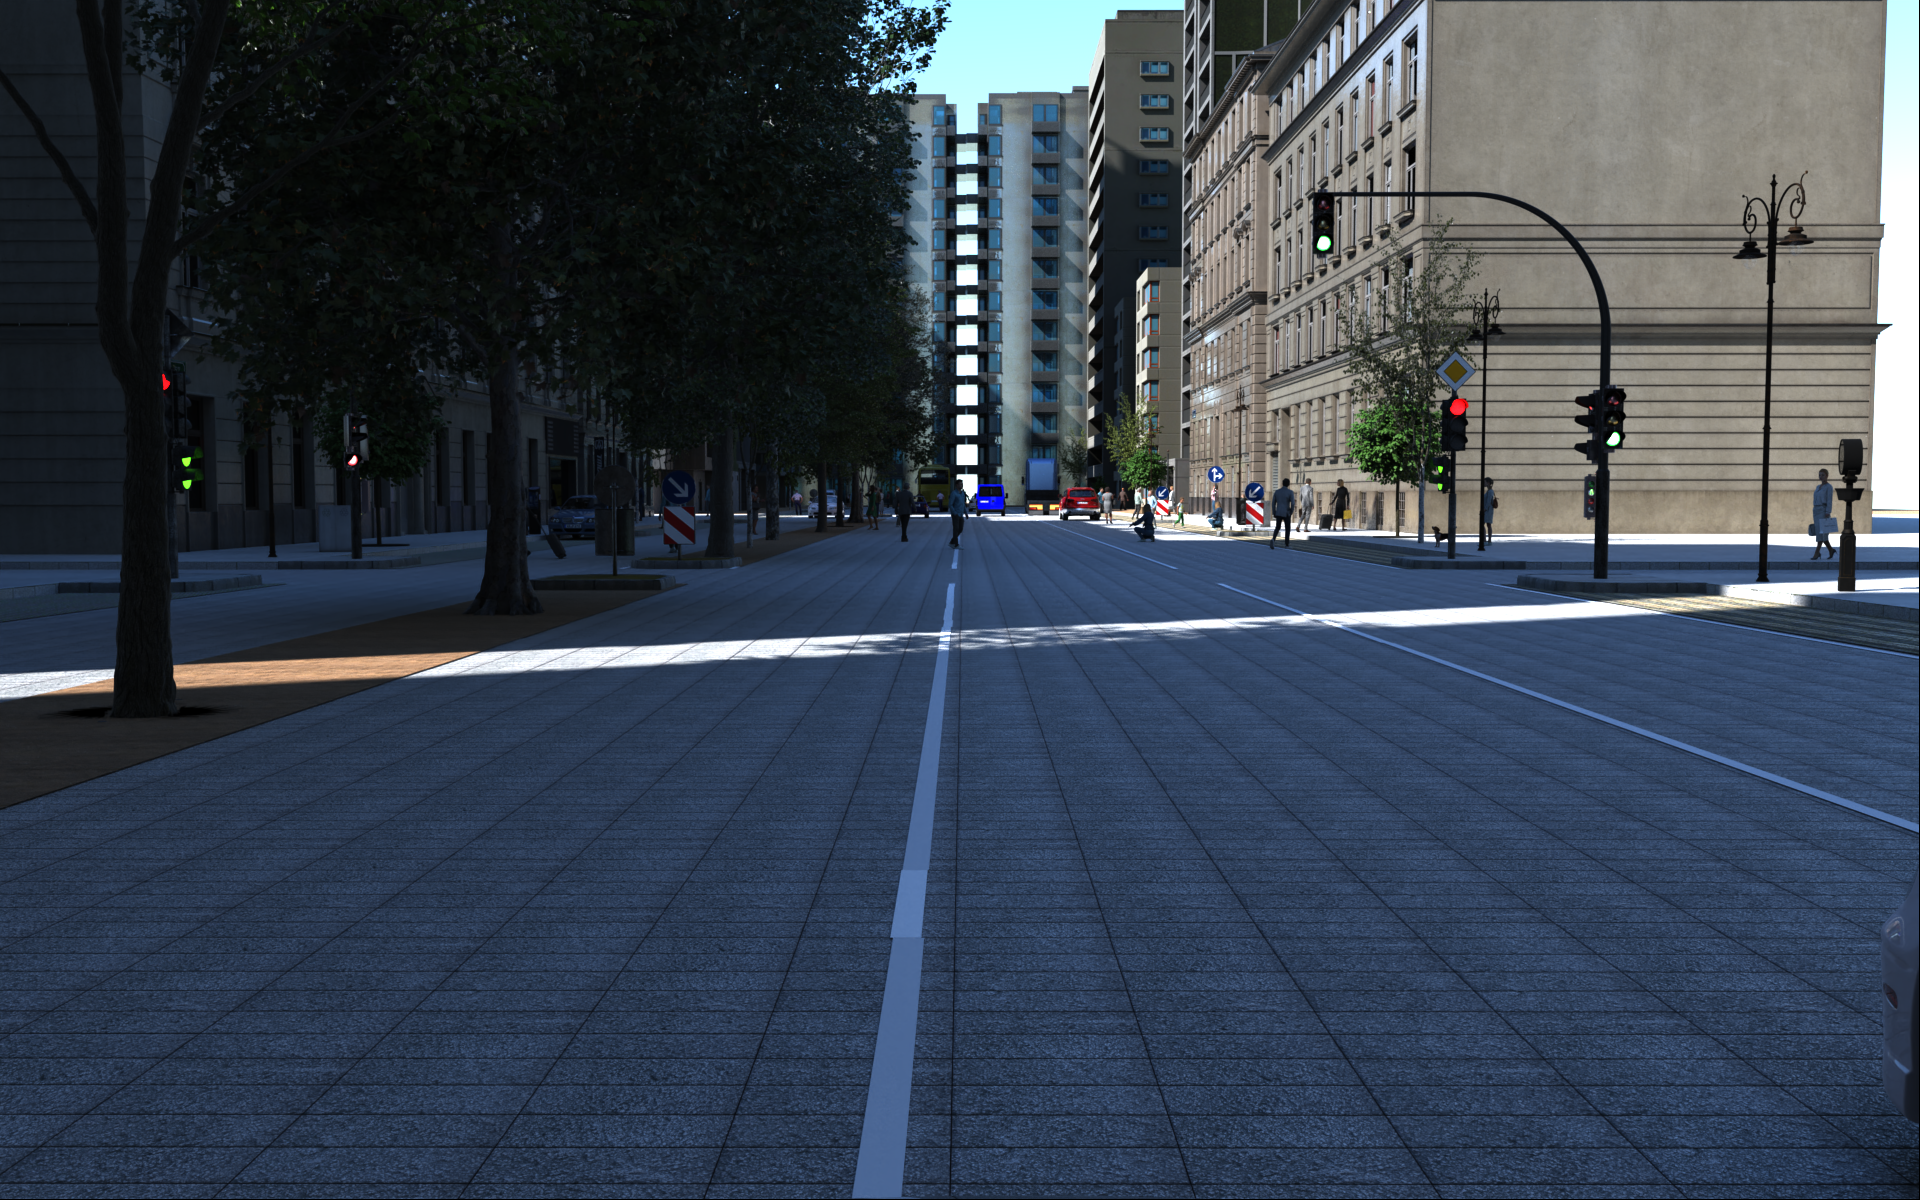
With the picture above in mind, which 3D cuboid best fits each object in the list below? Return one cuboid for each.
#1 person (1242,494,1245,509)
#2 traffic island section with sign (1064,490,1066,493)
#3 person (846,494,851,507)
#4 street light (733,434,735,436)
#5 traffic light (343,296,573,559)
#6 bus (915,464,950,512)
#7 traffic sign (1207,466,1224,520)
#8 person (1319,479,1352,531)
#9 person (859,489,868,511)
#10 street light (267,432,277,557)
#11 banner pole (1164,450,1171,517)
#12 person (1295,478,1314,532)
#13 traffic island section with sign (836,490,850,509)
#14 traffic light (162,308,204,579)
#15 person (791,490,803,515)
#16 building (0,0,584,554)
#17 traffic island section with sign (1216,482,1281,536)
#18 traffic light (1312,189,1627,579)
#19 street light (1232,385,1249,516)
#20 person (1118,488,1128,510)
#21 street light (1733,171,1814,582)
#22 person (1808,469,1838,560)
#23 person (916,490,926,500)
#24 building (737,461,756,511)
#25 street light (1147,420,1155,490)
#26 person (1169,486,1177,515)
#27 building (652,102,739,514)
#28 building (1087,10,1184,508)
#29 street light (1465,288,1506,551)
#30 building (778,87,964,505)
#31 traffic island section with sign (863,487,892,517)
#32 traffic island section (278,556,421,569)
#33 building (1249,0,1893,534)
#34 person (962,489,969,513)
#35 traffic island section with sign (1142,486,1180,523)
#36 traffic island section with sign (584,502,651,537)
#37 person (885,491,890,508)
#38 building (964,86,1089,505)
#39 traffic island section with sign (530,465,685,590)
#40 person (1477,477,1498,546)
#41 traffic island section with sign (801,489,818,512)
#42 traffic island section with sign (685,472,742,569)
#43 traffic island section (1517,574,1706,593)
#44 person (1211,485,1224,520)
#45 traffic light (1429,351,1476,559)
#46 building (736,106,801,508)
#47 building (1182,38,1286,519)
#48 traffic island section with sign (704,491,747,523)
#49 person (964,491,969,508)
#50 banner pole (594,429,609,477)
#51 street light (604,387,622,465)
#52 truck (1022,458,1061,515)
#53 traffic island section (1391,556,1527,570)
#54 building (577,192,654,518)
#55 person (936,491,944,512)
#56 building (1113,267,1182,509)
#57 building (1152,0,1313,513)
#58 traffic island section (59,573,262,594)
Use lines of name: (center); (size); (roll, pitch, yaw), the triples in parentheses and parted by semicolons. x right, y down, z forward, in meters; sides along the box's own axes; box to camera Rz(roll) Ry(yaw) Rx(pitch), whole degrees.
person: (13.197, -4.327, 81.065); (0.394, 1.301, 0.425); (2, 4, 32)
traffic island section with sign: (10.010, -9.487, 163.732); (1.989, 1.847, 2.006); (0, 3, 0)
person: (-11.803, -10.536, 183.950); (0.799, 1.438, 0.628); (2, 4, 31)
street light: (-13.828, -8.041, 104.262); (0.468, 5.910, 1.993); (0, 3, 0)
traffic light: (-9.850, -3.645, 34.257); (4.771, 5.953, 1.251); (0, 3, 0)
bus: (-2.226, -9.299, 143.584); (2.896, 3.916, 12.252); (0, 4, -2)
traffic sign: (11.642, -4.816, 78.852); (0.768, 2.556, 0.104); (0, 4, 5)
person: (13.253, -3.349, 61.019); (0.699, 1.804, 1.509); (-1, 4, -10)
person: (-8.026, -7.967, 138.690); (1.348, 1.831, 0.705); (1, 4, 10)
street light: (-13.985, -3.809, 35.059); (0.468, 5.910, 1.993); (0, 3, 0)
banner pole: (11.791, -6.615, 98.172); (0.401, 3.779, 0.863); (1, 4, 8)
person: (11.619, -3.173, 58.038); (0.853, 1.813, 0.709); (-3, 5, -43)
traffic island section with sign: (-11.401, -9.447, 163.081); (1.989, 1.847, 2.006); (0, 3, 0)
traffic light: (-11.957, -2.283, 26.240); (0.839, 4.253, 0.868); (0, 3, 0)
person: (-10.907, -6.527, 116.148); (0.756, 1.711, 0.436); (0, 4, 8)
building: (-24.937, -17.179, 57.293); (17.030, 29.872, 44.131); (0, 3, 0)
traffic island section with sign: (9.822, -3.091, 59.159); (1.989, 1.847, 2.006); (0, 3, 0)
traffic light: (7.612, -3.144, 26.078); (4.771, 5.953, 1.251); (0, 3, 0)
street light: (11.861, -6.152, 73.378); (0.468, 5.910, 1.993); (0, 3, 0)
person: (12.976, -8.020, 137.719); (0.990, 1.755, 0.434); (3, 4, 39)
street light: (11.760, -3.205, 25.197); (0.468, 5.910, 1.993); (0, 3, 0)
person: (16.942, -1.683, 33.913); (0.624, 1.780, 0.694); (0, 4, 4)
person: (-3.232, -7.788, 136.543); (1.217, 1.735, 0.721); (1, 4, 23)
building: (-26.657, -42.499, 133.116); (20.563, 71.187, 20.611); (0, 3, 0)
street light: (11.991, -8.307, 108.602); (0.468, 5.910, 1.993); (0, 3, 0)
person: (13.236, -6.212, 107.958); (0.624, 1.780, 0.694); (3, 5, 39)
building: (-22.894, -21.086, 116.460); (14.160, 30.474, 14.107); (0, 3, 0)
building: (24.066, -33.499, 171.412); (21.300, 48.544, 21.600); (0, 3, 0)
street light: (11.808, -4.052, 39.041); (0.468, 5.910, 1.993); (0, 3, 0)
building: (-14.475, -35.903, 206.620); (30.456, 49.044, 23.786); (0, 3, 0)
traffic island section with sign: (-5.273, -6.178, 109.142); (2.006, 1.907, 1.989); (0, 3, 0)
traffic island section: (-11.982, -0.739, 34.360); (2.009, 0.180, 2.903); (0, 3, 0)
building: (21.968, -14.416, 68.993); (16.112, 22.955, 30.059); (0, 3, 0)
person: (0.234, -7.512, 131.350); (1.348, 1.821, 0.705); (3, 5, 40)
traffic island section with sign: (9.860, -4.739, 86.114); (1.989, 1.847, 2.006); (0, 3, 0)
traffic island section with sign: (-11.612, -3.079, 58.963); (1.989, 1.847, 2.006); (0, 3, 0)
person: (-7.564, -10.453, 180.133); (0.721, 1.743, 1.217); (-1, 4, -16)
building: (15.979, -35.871, 206.105); (30.456, 49.044, 23.786); (0, 3, 0)
traffic island section with sign: (-5.431, -1.129, 26.596); (2.006, 1.907, 1.989); (0, 3, 0)
person: (13.131, -2.204, 43.088); (0.522, 1.701, 0.512); (1, 4, 11)
traffic island section with sign: (-11.460, -7.798, 136.126); (1.989, 1.847, 2.006); (0, 3, 0)
traffic island section with sign: (-5.407, -1.582, 34.004); (2.006, 1.907, 1.989); (0, 3, 0)
traffic island section: (9.744, -0.248, 26.329); (2.009, 0.180, 2.903); (0, 3, 0)
person: (12.558, -4.772, 84.654); (0.643, 1.750, 0.593); (1, 4, 16)
traffic light: (9.719, -2.769, 34.200); (0.839, 4.253, 0.868); (0, 3, 0)
building: (-27.902, -29.047, 166.801); (23.993, 40.220, 32.217); (0, 3, 0)
building: (20.023, -18.296, 96.401); (12.463, 27.353, 25.104); (0, 3, 0)
traffic island section with sign: (-11.565, -4.727, 85.918); (1.989, 1.847, 2.006); (0, 3, 0)
person: (0.566, -10.583, 182.219); (1.217, 1.739, 0.721); (1, 4, 16)
banner pole: (-13.715, -4.681, 66.552); (0.863, 3.779, 0.401); (2, 4, 24)
street light: (-13.954, -5.935, 69.823); (0.468, 5.910, 1.993); (0, 3, 0)
truck: (5.995, -8.257, 124.755); (2.967, 4.110, 18.799); (0, 4, 2)
traffic island section: (9.759, -0.736, 34.314); (2.009, 0.180, 2.903); (0, 3, 0)
building: (-22.047, -14.651, 88.699); (9.793, 20.994, 18.267); (0, 3, 0)
person: (-1.574, -7.713, 135.541); (0.756, 1.711, 0.436); (-2, 4, -28)
building: (28.129, -18.446, 146.631); (27.650, 21.520, 28.899); (0, 3, 0)
building: (24.847, -41.721, 120.385); (20.563, 71.187, 20.611); (0, 3, 0)
traffic island section: (-11.997, -0.250, 26.375); (2.009, 0.180, 2.903); (0, 3, 0)
